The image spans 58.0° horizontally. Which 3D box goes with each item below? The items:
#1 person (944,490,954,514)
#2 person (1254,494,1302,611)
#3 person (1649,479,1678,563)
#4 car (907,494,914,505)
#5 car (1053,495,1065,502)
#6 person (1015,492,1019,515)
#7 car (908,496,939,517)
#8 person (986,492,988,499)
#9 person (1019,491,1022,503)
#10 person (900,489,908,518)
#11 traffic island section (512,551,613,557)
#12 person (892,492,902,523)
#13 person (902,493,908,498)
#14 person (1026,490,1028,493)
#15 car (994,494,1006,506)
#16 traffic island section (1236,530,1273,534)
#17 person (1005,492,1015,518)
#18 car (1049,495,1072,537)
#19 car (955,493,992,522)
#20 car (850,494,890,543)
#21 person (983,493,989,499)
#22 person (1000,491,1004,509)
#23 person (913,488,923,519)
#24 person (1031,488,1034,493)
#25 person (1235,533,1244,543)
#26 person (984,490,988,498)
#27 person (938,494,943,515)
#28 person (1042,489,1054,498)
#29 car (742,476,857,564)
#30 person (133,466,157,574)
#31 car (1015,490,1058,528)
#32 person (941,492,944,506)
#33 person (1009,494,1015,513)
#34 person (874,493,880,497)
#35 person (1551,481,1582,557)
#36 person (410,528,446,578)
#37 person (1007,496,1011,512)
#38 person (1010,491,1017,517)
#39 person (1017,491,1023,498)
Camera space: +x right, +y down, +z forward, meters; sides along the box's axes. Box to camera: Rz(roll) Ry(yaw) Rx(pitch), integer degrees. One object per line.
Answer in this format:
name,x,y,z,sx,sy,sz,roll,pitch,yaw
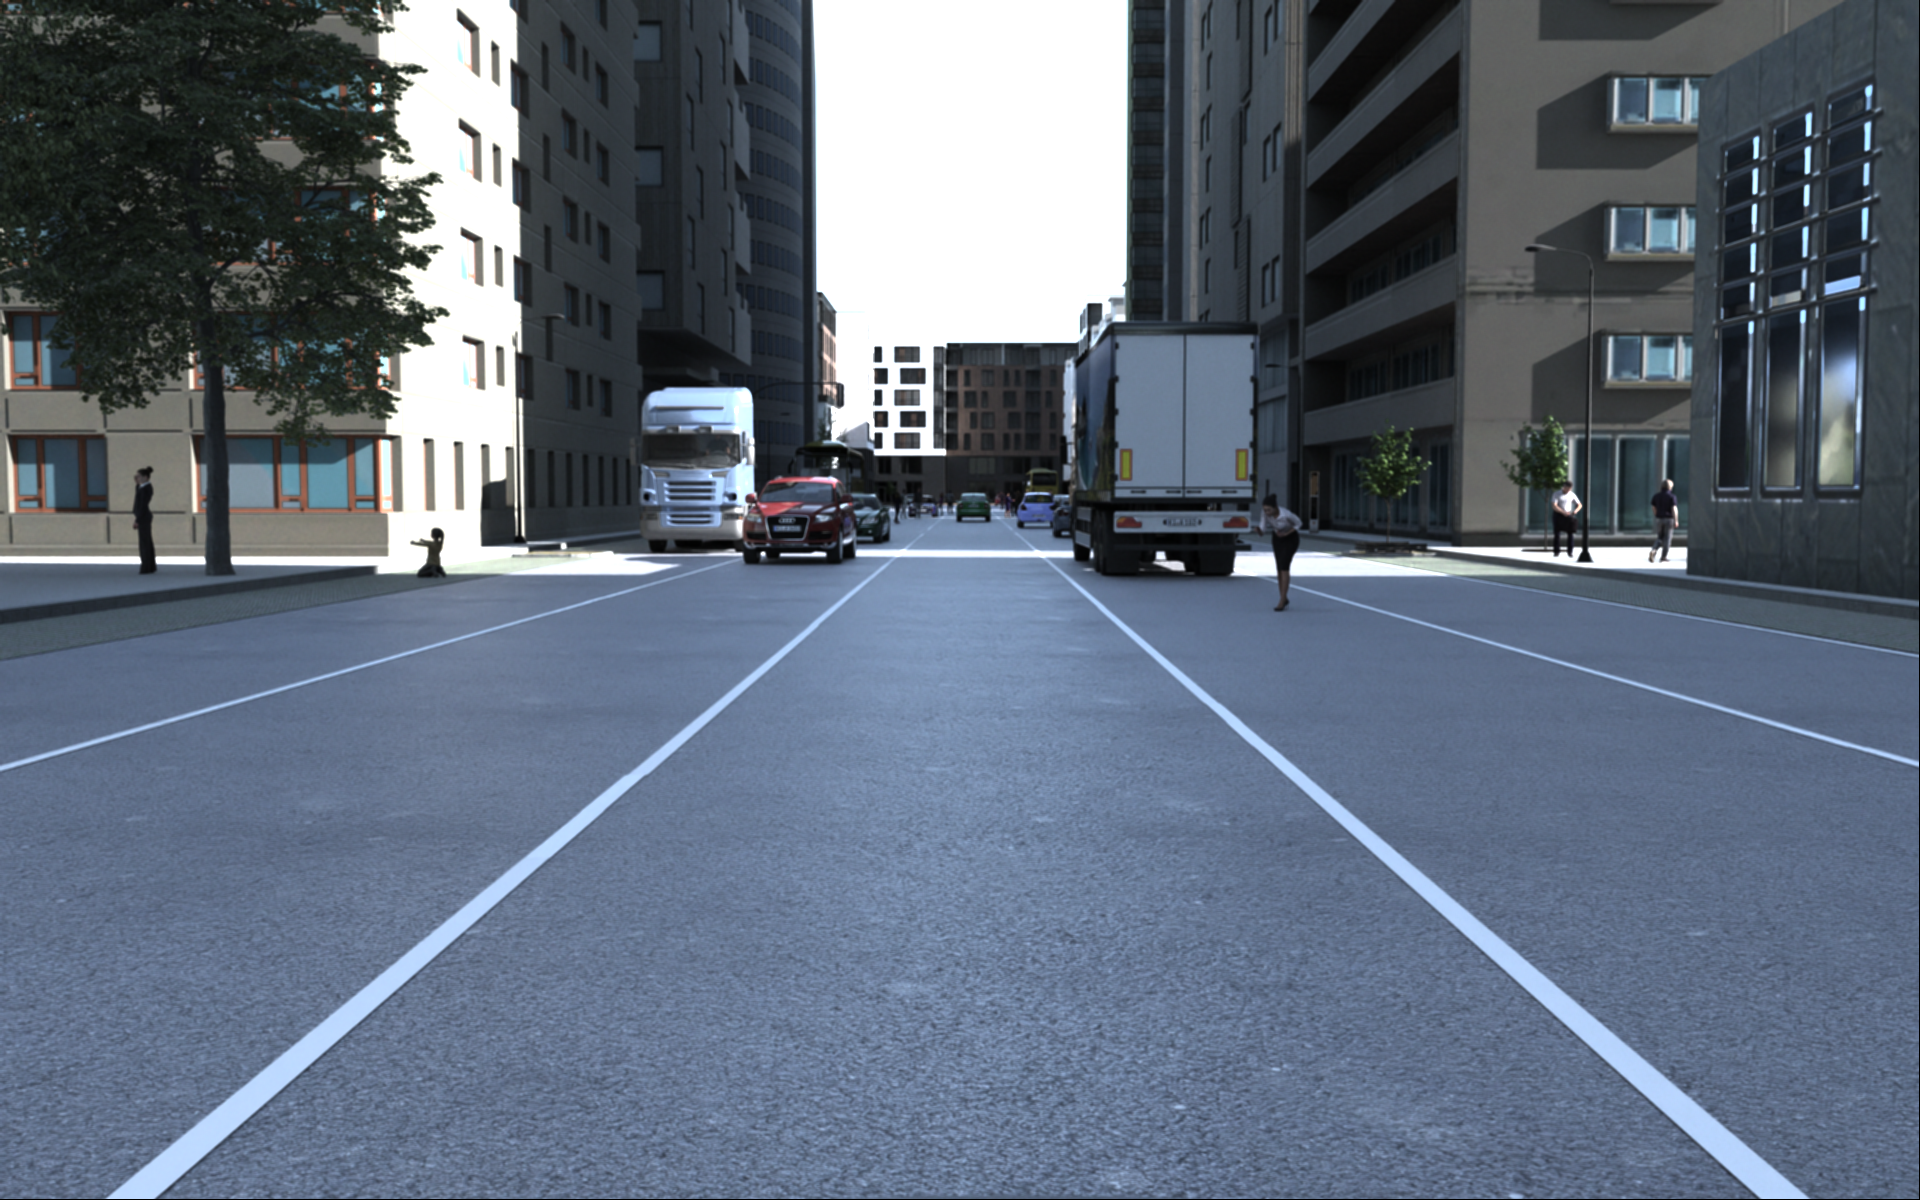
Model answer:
person,-0.726,-7.044,124.398,0.841,1.734,0.376,2,4,34
person,3.878,-0.584,21.244,0.628,1.438,0.799,0,4,2
person,13.036,-1.467,32.240,0.471,1.553,0.569,0,4,0
car,-5.319,-11.041,192.316,2.131,1.459,4.920,0,4,2
car,7.428,-7.067,127.905,2.083,1.381,4.827,0,4,-1
person,3.899,-6.715,120.556,0.482,1.546,0.388,1,4,16
car,-2.282,-5.843,108.112,1.945,1.354,3.894,0,4,2
person,2.945,-11.336,194.775,0.756,1.711,0.436,-3,4,-38
person,6.065,-10.206,176.087,0.721,1.735,1.217,1,4,15
person,-3.315,-5.695,102.329,0.376,1.734,0.841,3,5,39
traffic island section,-9.100,-1.046,39.966,1.991,0.108,1.994,0,4,0
person,-3.069,-4.508,84.740,0.480,1.512,0.613,0,4,2
person,-4.645,-8.229,143.166,0.598,1.807,0.434,2,4,35
person,5.863,-8.746,151.586,0.705,1.814,1.350,1,4,21
car,5.010,-11.891,203.455,2.155,1.783,4.494,0,4,2
traffic island section,10.102,-2.462,62.541,2.009,0.180,2.903,0,4,0
person,2.980,-5.774,105.274,0.546,1.535,0.453,-3,5,-44
car,4.029,-2.849,58.576,2.014,1.417,4.499,0,4,2
car,0.716,-5.043,91.245,1.959,1.807,4.718,0,4,1
car,-3.120,-2.454,51.921,2.131,1.459,4.920,0,4,2
person,2.265,-9.263,159.958,1.348,1.823,0.705,3,5,44
person,3.928,-9.366,162.557,0.530,1.710,0.541,1,4,14
person,-2.445,-5.660,101.167,0.598,1.807,0.434,0,4,-7
person,4.555,-6.176,109.619,0.875,1.805,0.789,1,4,15
person,7.825,-2.055,50.380,0.655,0.850,0.859,-2,4,-31
person,1.926,-7.688,135.014,0.431,1.722,0.655,1,4,21
person,-1.438,-6.391,116.233,0.776,1.435,0.726,1,4,12
person,5.477,-6.037,108.000,0.742,1.727,0.445,1,4,8
car,-3.392,-1.752,37.326,2.281,1.827,5.304,0,4,2
person,-13.285,-1.295,28.024,0.742,1.727,0.445,3,4,38
car,3.322,-3.964,74.403,1.945,1.707,3.694,0,3,0
person,-2.215,-12.042,206.857,0.593,1.643,0.415,-2,4,-23
person,3.913,-7.255,130.307,0.799,1.438,0.628,2,4,29
person,-10.996,-13.274,223.149,1.350,1.814,0.705,0,4,1
person,12.365,-1.655,35.316,0.614,1.554,0.590,0,4,4
person,-9.114,-0.811,29.680,0.695,0.859,0.347,2,4,31
person,3.959,-7.942,140.629,0.388,1.546,0.482,-2,4,-27
person,3.357,-6.007,108.190,0.415,1.643,0.593,2,4,31
person,6.227,-10.822,185.584,1.348,1.807,0.705,-2,4,-29
